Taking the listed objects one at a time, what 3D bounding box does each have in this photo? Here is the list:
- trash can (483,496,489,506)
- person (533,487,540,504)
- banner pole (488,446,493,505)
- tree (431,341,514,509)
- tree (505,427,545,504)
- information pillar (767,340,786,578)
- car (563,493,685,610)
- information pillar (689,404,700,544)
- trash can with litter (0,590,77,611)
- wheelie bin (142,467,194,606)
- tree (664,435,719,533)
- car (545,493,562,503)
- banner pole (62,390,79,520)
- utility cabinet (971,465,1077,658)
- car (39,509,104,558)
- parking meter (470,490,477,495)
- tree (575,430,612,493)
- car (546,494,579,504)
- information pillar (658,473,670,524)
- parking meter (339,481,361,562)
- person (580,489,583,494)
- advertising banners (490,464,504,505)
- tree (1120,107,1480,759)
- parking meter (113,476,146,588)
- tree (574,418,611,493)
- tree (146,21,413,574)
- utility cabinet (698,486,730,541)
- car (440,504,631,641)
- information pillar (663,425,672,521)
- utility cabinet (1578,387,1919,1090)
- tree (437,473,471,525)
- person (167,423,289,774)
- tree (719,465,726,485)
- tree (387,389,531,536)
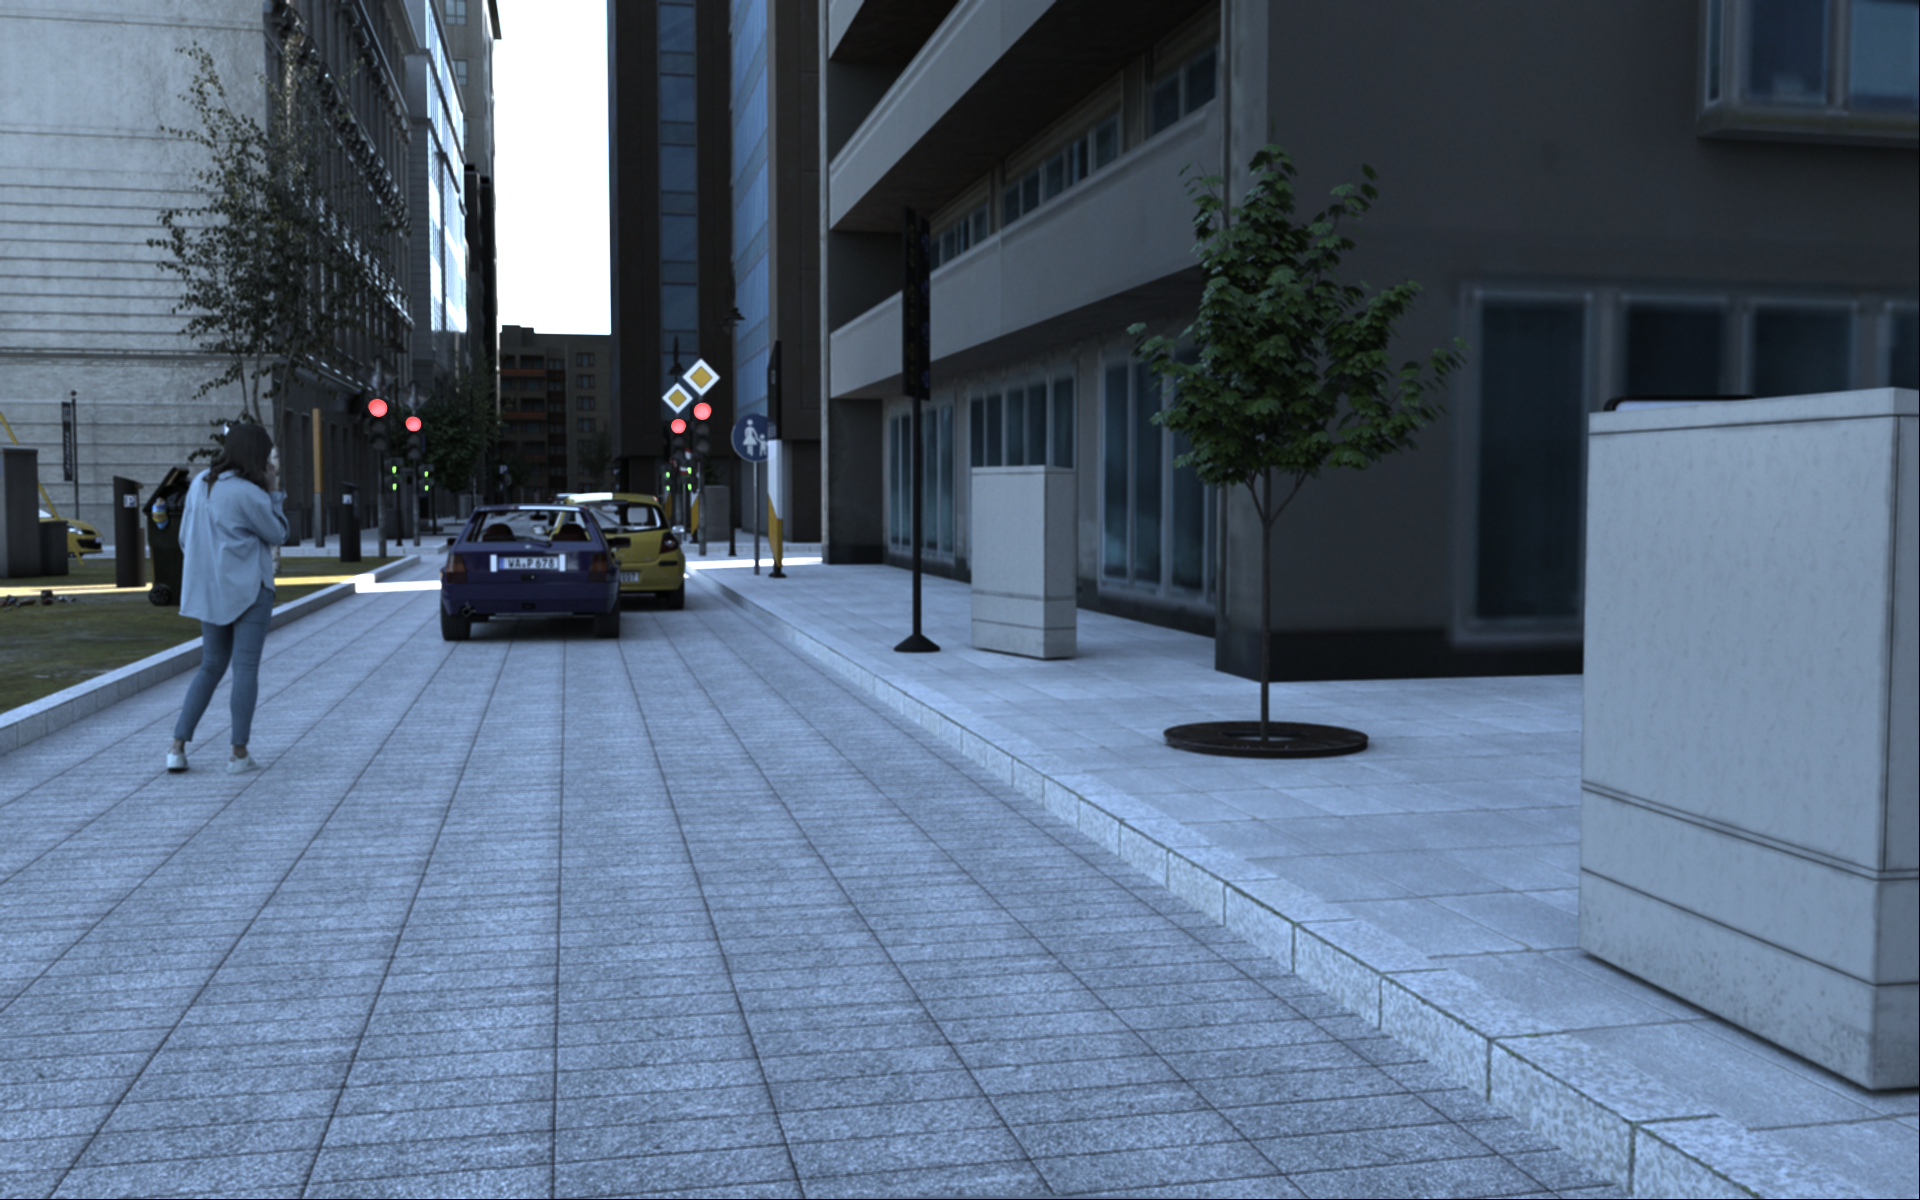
[{"bbox_3d":[-29.808,-5.905,108.207,0.748,1.137,0.748,0,3,0],"label":"trash can"},{"bbox_3d":[-23.748,-5.428,97.258,0.388,1.821,0.555,0,4,-8],"label":"person"},{"bbox_3d":[-24.710,-6.188,91.187,0.401,3.779,0.863,-2,4,-30],"label":"banner pole"},{"bbox_3d":[-23.564,-8.151,83.626,4.737,8.622,4.395,0,3,0],"label":"tree"},{"bbox_3d":[-48.067,-14.713,190.912,4.360,8.622,3.978,0,3,0],"label":"tree"},{"bbox_3d":[-2.841,-2.156,26.606,0.183,3.616,0.504,-1,4,-23],"label":"information pillar"},{"bbox_3d":[-4.577,-0.763,22.699,2.015,1.641,3.980,-1,4,-13],"label":"car"},{"bbox_3d":[-6.834,-3.270,44.815,0.183,3.616,0.504,-2,4,-35],"label":"information pillar"},{"bbox_3d":[-10.972,-0.541,19.897,1.678,1.210,2.233,1,4,17],"label":"trash can with litter"},{"bbox_3d":[-9.058,-0.750,20.171,0.693,1.594,0.980,-1,4,-10],"label":"wheelie bin"},{"bbox_3d":[-8.974,-3.825,57.137,1.663,3.219,1.824,0,3,0],"label":"tree"},{"bbox_3d":[-34.233,-8.472,147.555,2.155,1.783,4.494,-1,4,-14],"label":"car"},{"bbox_3d":[-21.383,-3.159,41.674,0.401,3.779,0.863,0,4,-3],"label":"banner pole"},{"bbox_3d":[0.507,-0.316,13.838,0.318,1.500,1.173,-2,4,-28],"label":"utility cabinet"},{"bbox_3d":[-20.295,-1.610,36.549,3.980,1.641,2.015,-1,4,-11],"label":"car"},{"bbox_3d":[-27.197,-5.414,96.936,0.372,1.533,0.369,0,3,0],"label":"parking meter"},{"bbox_3d":[-40.345,-14.837,192.954,4.360,8.622,3.978,0,3,0],"label":"tree"},{"bbox_3d":[-18.018,-4.167,79.925,2.131,1.459,4.920,-1,4,-11],"label":"car"},{"bbox_3d":[-10.382,-3.445,60.818,0.304,2.012,0.304,-2,4,-32],"label":"information pillar"},{"bbox_3d":[-11.552,-1.491,32.788,0.372,1.533,0.369,0,3,0],"label":"parking meter"},{"bbox_3d":[-29.770,-7.813,136.174,0.705,1.831,1.348,-1,4,-21],"label":"person"},{"bbox_3d":[-26.814,-6.361,100.183,0.090,3.025,2.074,0,4,6],"label":"advertising banners"},{"bbox_3d":[1.462,-0.863,8.714,1.663,3.219,1.824,0,3,0],"label":"tree"},{"bbox_3d":[-11.431,-0.944,23.848,0.372,1.533,0.369,0,3,0],"label":"parking meter"},{"bbox_3d":[-34.742,-13.240,166.831,4.737,8.622,4.395,0,3,0],"label":"tree"},{"bbox_3d":[-10.980,-4.734,27.770,4.360,8.622,3.978,0,3,0],"label":"tree"},{"bbox_3d":[-6.657,-2.319,46.600,0.318,1.500,1.173,2,4,30],"label":"utility cabinet"},{"bbox_3d":[-4.486,-0.356,18.403,1.945,1.354,3.894,-1,4,-11],"label":"car"},{"bbox_3d":[-9.877,-4.106,58.492,0.183,3.616,0.504,-2,4,-32],"label":"information pillar"},{"bbox_3d":[1.976,0.273,4.223,0.318,1.500,1.173,-1,4,-10],"label":"utility cabinet"},{"bbox_3d":[-20.945,-4.697,71.397,1.663,3.219,1.824,0,3,0],"label":"tree"},{"bbox_3d":[-3.783,-0.008,8.903,0.793,1.790,0.793,-1,4,-10],"label":"person"},{"bbox_3d":[-8.876,-3.975,59.592,1.663,3.219,1.824,0,3,0],"label":"tree"},{"bbox_3d":[-16.425,-4.306,54.115,4.285,4.588,4.351,0,3,0],"label":"tree"}]
